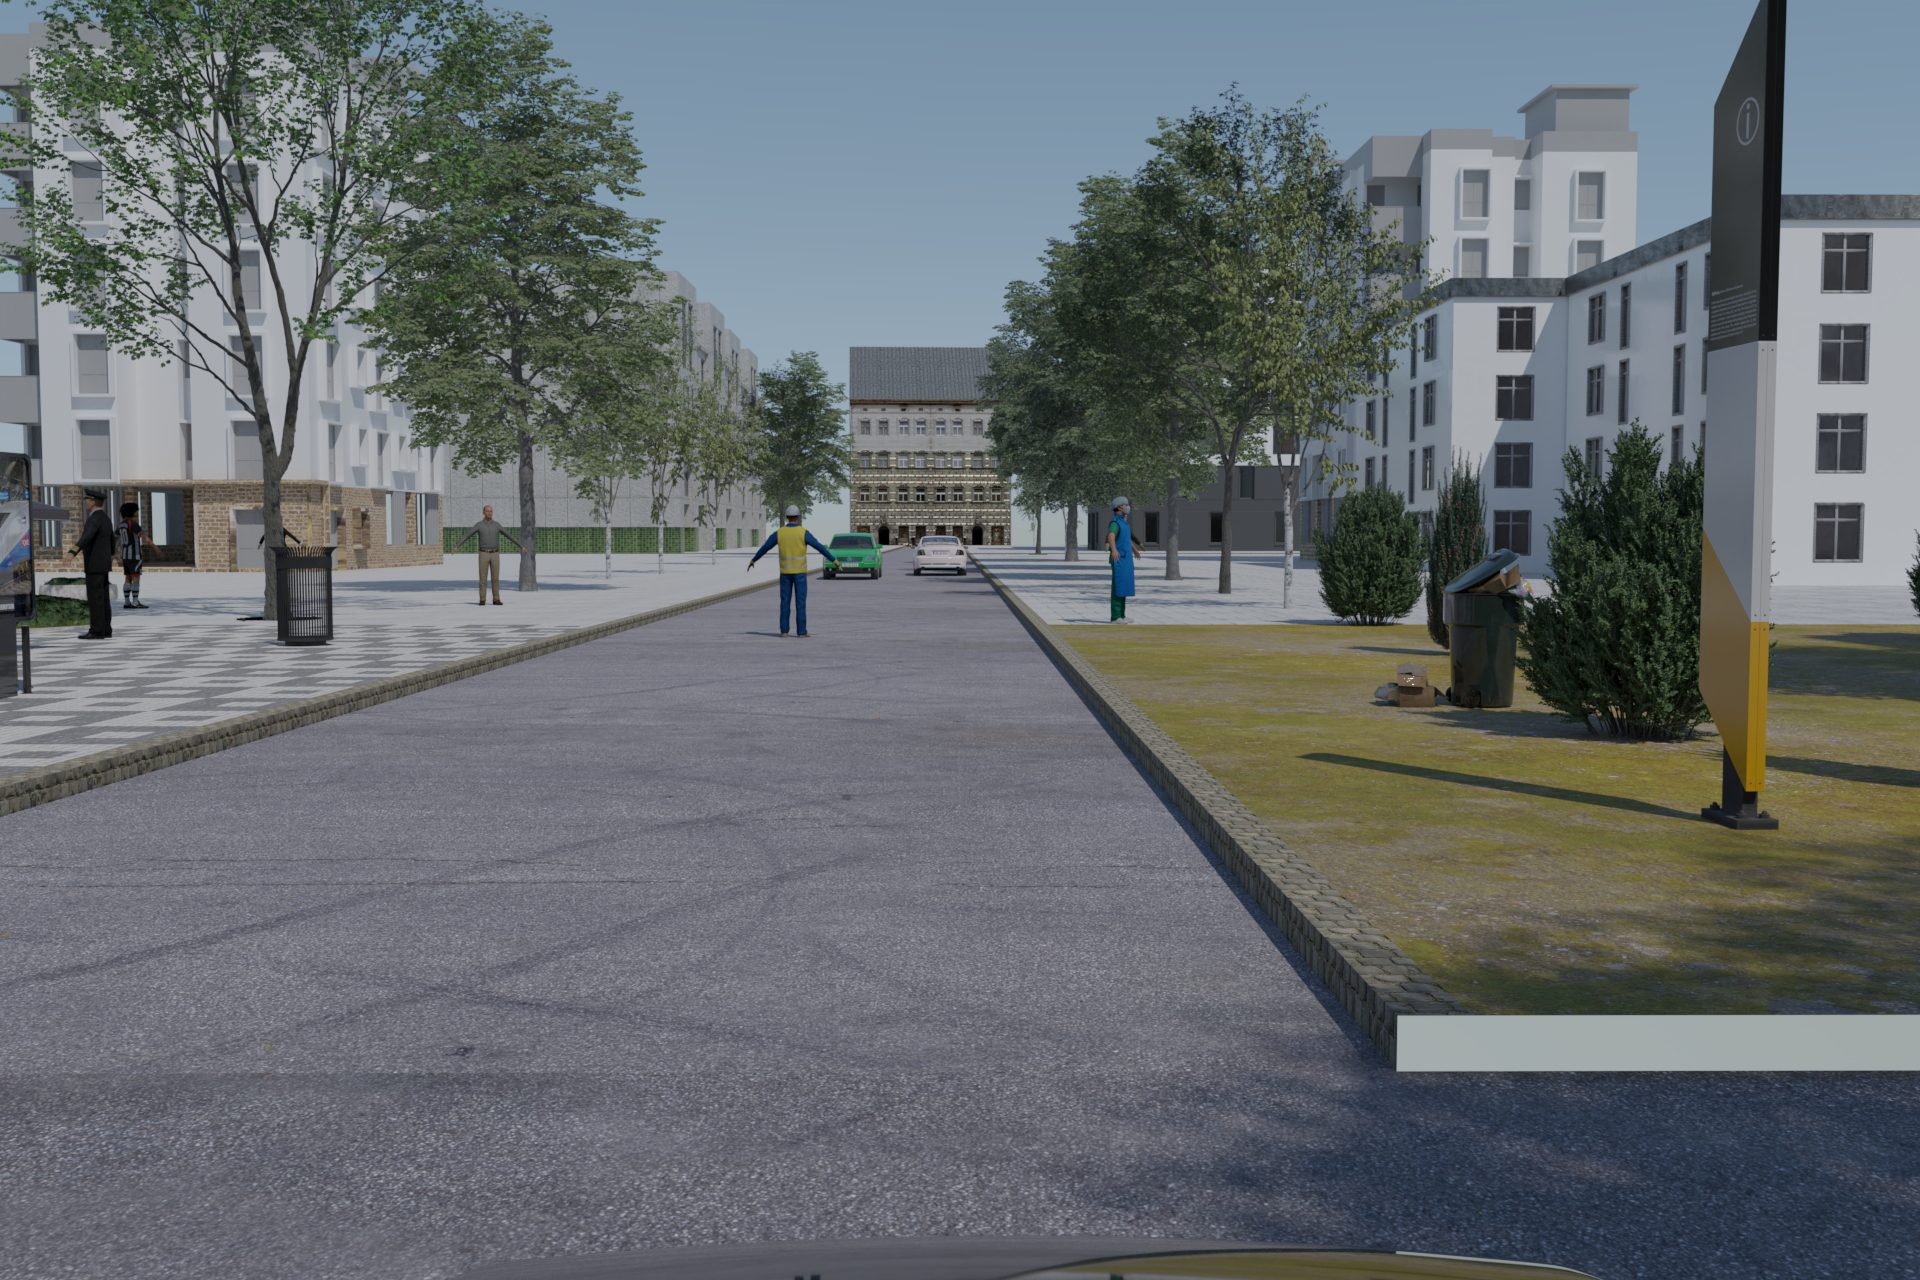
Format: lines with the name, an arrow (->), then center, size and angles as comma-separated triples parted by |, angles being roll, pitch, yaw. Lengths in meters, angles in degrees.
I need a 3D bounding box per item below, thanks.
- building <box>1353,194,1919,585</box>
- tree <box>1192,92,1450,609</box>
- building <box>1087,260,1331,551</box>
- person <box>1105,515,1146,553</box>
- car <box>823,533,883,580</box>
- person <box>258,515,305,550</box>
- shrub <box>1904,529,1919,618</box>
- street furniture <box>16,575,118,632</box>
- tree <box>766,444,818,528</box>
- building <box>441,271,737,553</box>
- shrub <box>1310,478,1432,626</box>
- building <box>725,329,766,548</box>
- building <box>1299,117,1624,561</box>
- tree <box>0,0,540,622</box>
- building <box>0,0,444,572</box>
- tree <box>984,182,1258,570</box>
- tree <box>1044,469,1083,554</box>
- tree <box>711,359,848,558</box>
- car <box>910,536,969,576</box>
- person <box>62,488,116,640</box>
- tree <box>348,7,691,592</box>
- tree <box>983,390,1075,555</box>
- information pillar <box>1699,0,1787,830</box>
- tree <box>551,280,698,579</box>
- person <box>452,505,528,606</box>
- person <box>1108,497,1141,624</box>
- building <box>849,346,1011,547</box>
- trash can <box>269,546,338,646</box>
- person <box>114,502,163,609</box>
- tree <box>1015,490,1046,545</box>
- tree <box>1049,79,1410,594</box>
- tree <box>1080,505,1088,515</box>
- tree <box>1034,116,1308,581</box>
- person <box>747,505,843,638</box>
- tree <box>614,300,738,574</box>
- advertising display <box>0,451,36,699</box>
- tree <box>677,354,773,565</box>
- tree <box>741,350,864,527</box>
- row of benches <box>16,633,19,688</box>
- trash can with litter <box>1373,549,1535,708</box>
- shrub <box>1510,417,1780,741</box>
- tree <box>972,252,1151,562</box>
building -> 20.600, -7.024, 56.997 | 9.099, 9.664, 28.070 | 0, 3, 0
tree -> 5.751, -4.832, 29.370 | 4.737, 8.622, 4.395 | 0, 3, 0
building -> 24.486, -18.432, 145.345 | 27.936, 21.610, 32.646 | 0, 3, 0
person -> 3.452, -1.872, 36.746 | 0.704, 1.812, 1.346 | 3, 5, 42
car -> -3.444, -2.875, 55.805 | 1.959, 1.807, 4.718 | 0, 4, -1
person -> -15.840, -2.060, 40.406 | 1.216, 1.740, 0.721 | 1, 4, 11
shrub -> 12.323, -1.011, 20.945 | 1.690, 2.028, 1.600 | 0, 3, 0
street furniture -> -16.952, -0.508, 23.939 | 10.072, 0.657, 5.734 | -1, 4, -10
tree -> -19.795, -17.114, 197.945 | 7.486, 12.596, 7.792 | 0, 3, 0
building -> -27.394, -16.268, 132.445 | 16.747, 18.905, 31.486 | 0, 4, 0
shrub -> 5.821, -1.247, 24.422 | 1.661, 2.075, 1.752 | 0, 3, 0
building -> -28.437, -18.267, 165.118 | 16.747, 18.905, 31.486 | 0, 4, -1
building -> 22.062, -13.988, 85.116 | 16.016, 20.090, 11.380 | 0, 4, -1
tree -> -10.154, -6.107, 25.607 | 9.928, 11.665, 9.643 | 0, 3, 0
building -> -26.511, -12.416, 59.426 | 16.016, 20.090, 11.380 | 0, 4, -1
tree -> 5.843, -9.493, 61.871 | 9.857, 13.997, 8.962 | 0, 3, 0
tree -> 6.023, -8.857, 95.173 | 4.360, 8.622, 3.978 | 0, 3, 0
tree -> -9.857, -9.720, 93.340 | 8.767, 10.594, 7.601 | 1, 4, 20
car -> -0.721, -2.971, 60.934 | 2.083, 1.381, 4.827 | 0, 4, -2
person -> -10.595, -0.934, 21.207 | 0.705, 1.837, 1.347 | 0, 4, -5
tree -> -10.074, -7.362, 38.493 | 7.486, 12.596, 7.792 | 0, 3, 0
tree -> 4.929, -11.073, 106.804 | 9.928, 11.665, 9.643 | 0, 3, 0
information pillar -> 3.450, -0.997, 7.648 | 0.183, 3.616, 0.504 | 0, 4, -2
tree -> -10.145, -6.017, 48.735 | 4.360, 8.622, 3.978 | 0, 3, 0
person -> -8.465, -1.521, 31.141 | 1.348, 1.796, 0.705 | -2, 4, -27
person -> 2.322, -1.141, 24.785 | 0.704, 1.817, 1.347 | 1, 4, 20
building -> -3.798, -22.562, 202.274 | 18.063, 23.208, 19.493 | 0, 4, -3
trash can -> -7.548, -0.507, 19.948 | 0.748, 1.137, 0.748 | 0, 3, 0
person -> -14.166, -1.439, 29.678 | 1.345, 1.843, 0.704 | 2, 4, 31
tree -> 8.359, -15.327, 200.957 | 4.737, 8.622, 4.395 | 0, 3, 0
tree -> 5.534, -6.258, 36.725 | 8.767, 10.594, 7.601 | 2, 4, 26
tree -> 17.158, -16.170, 198.793 | 7.601, 10.594, 8.767 | 0, 4, 2
tree -> 5.915, -7.893, 47.180 | 7.486, 12.596, 7.792 | 0, 3, 0
person -> -2.310, -0.954, 24.031 | 1.349, 1.833, 0.705 | 0, 4, 6
tree -> -9.419, -6.436, 55.591 | 4.737, 8.622, 4.395 | 0, 3, 0
advertising display -> -7.509, -0.505, 13.474 | 0.123, 1.923, 0.974 | 0, 4, 0
tree -> -10.061, -7.426, 71.778 | 4.737, 8.622, 4.395 | 0, 3, 0
tree -> -9.810, -11.539, 106.792 | 7.486, 12.596, 7.792 | 0, 3, 0
row of benches -> -9.753, 0.046, 14.712 | 4.104, 0.672, 1.422 | 1, 4, 18
trash can with litter -> 3.664, -0.090, 12.856 | 1.055, 1.170, 0.624 | 0, 4, -2
shrub -> 4.328, -0.402, 10.985 | 1.690, 2.028, 1.600 | 0, 3, 0
tree -> 5.239, -10.611, 80.149 | 9.857, 13.997, 8.962 | 0, 3, 0
